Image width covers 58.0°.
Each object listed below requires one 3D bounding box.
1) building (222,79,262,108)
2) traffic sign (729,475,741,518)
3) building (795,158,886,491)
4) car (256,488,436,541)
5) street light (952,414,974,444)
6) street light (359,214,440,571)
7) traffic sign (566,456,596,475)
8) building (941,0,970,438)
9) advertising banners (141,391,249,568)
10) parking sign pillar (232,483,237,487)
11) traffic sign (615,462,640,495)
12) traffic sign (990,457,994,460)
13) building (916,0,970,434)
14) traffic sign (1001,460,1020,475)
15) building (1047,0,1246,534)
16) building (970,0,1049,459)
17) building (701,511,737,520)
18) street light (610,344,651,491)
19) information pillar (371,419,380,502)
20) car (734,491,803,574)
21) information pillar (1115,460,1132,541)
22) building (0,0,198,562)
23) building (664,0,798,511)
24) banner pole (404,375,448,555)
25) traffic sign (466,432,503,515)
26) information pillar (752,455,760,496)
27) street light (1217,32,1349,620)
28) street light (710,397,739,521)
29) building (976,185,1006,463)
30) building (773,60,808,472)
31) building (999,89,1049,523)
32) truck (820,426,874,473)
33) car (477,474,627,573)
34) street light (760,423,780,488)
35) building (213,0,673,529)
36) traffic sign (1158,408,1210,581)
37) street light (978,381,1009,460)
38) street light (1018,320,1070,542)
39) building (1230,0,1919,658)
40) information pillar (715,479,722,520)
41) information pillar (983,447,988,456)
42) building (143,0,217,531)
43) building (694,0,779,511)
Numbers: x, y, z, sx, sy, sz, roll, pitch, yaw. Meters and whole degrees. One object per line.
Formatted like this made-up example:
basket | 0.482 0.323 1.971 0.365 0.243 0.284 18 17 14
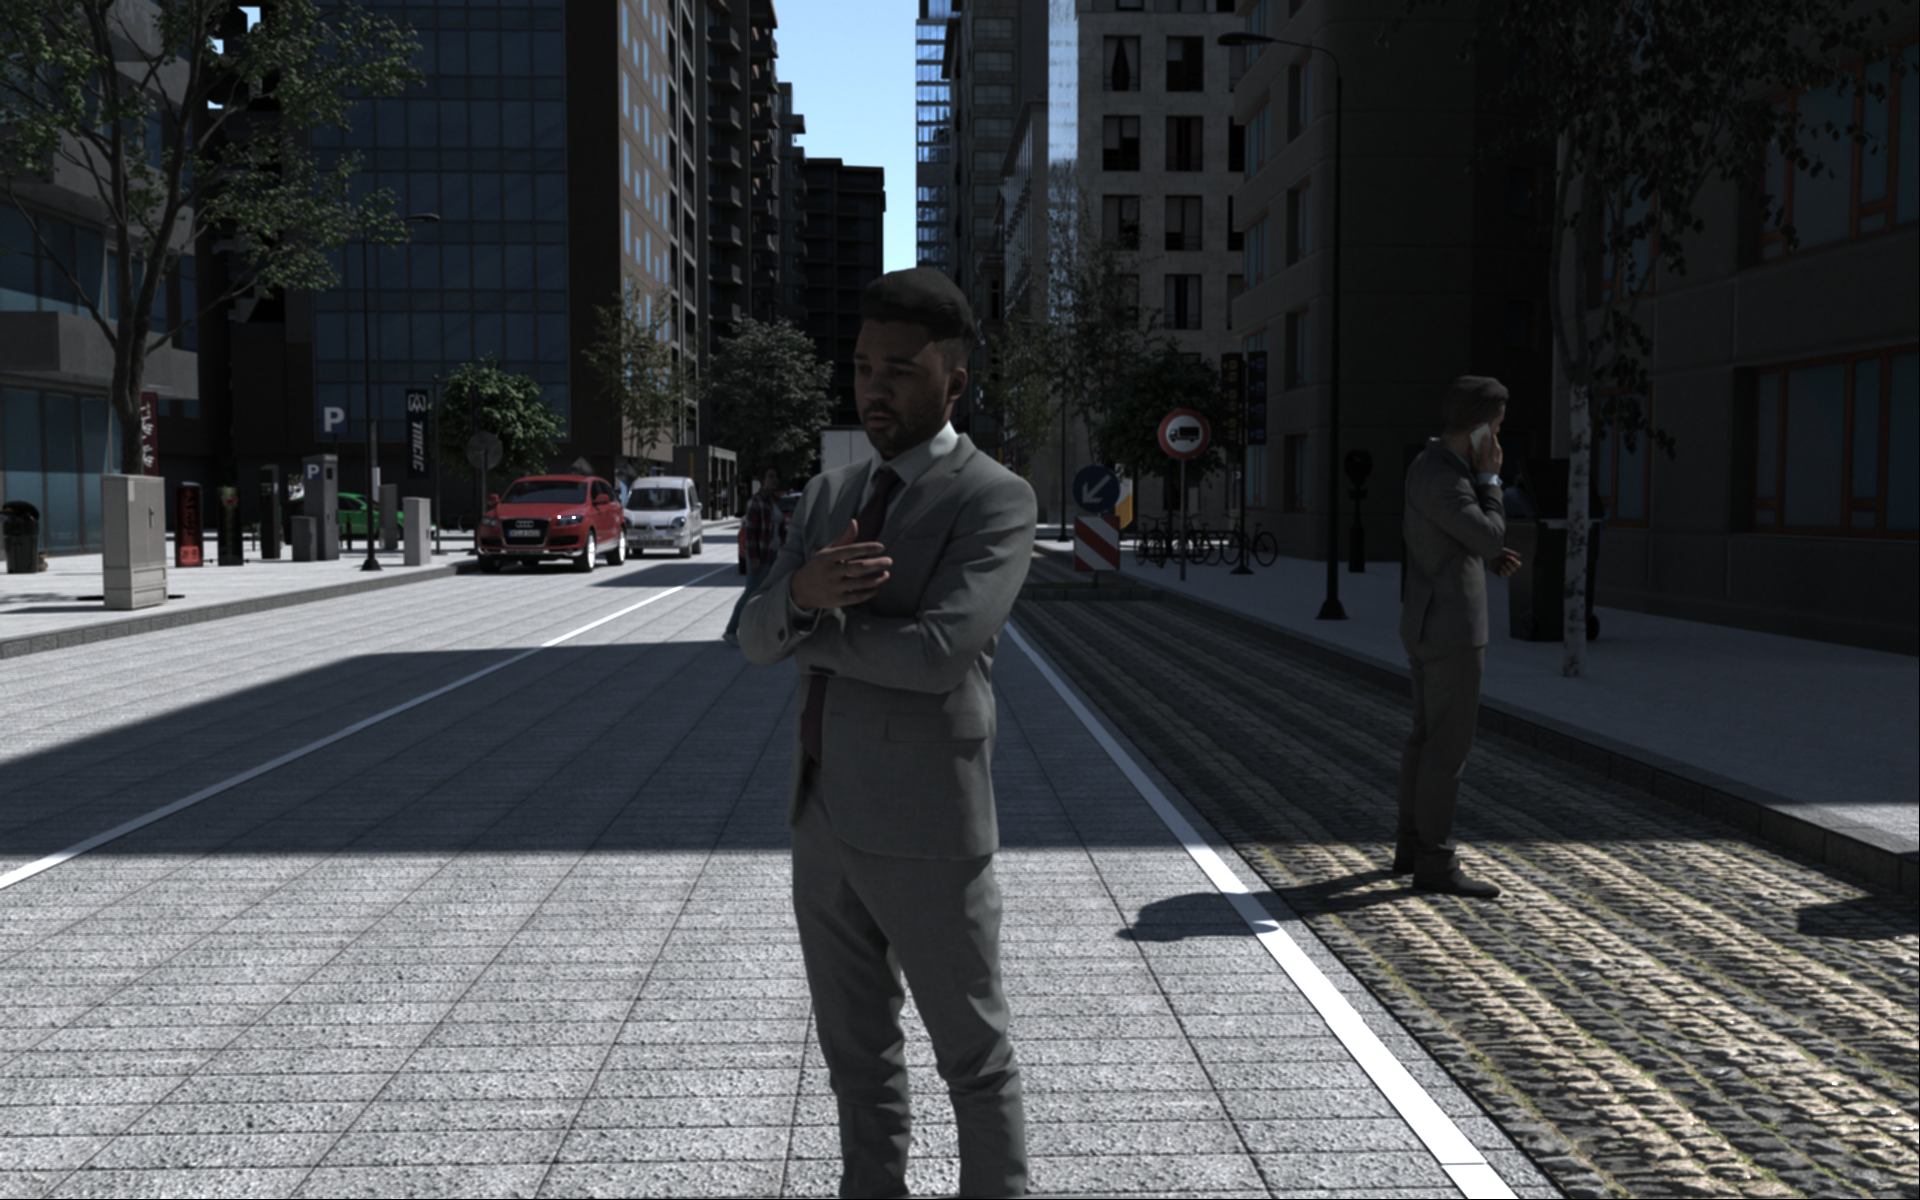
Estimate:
building | -76.848 -38.869 224.744 27.495 52.752 28.713 0 4 -2
traffic sign | -11.892 -5.466 91.501 0.606 2.300 0.079 0 4 6
building | -23.964 -34.793 223.487 28.867 44.769 22.147 0 4 -2
car | -17.057 -2.415 48.285 4.718 1.807 1.959 0 4 -2
street light | 0.258 -7.838 100.693 1.470 5.913 1.316 0 4 -2
street light | -9.328 -3.445 28.865 1.470 5.913 1.316 0 4 -2
traffic sign | -10.066 -2.594 46.051 0.795 2.450 0.064 0 4 -2
building | 12.642 -36.774 190.491 28.713 52.752 27.495 0 4 -2
advertising banners | -13.454 -2.081 30.211 0.090 3.025 2.074 3 5 40
parking sign pillar | -49.858 -8.006 119.378 1.447 3.967 1.447 0 4 8
traffic sign | -10.366 -3.082 54.030 0.795 2.450 0.064 0 4 -2
traffic sign | 0.821 -2.617 46.437 0.795 2.450 0.064 0 4 -2
building | 5.928 -55.731 223.871 31.000 86.520 22.319 0 4 -2
traffic sign | 1.843 -3.953 64.745 0.768 2.556 0.104 0 4 -1
building | 11.921 -12.573 60.314 16.860 20.320 10.420 0 4 -2
building | 7.764 -27.971 140.914 14.154 41.232 14.086 0 4 -2
building | -23.184 -40.164 94.936 20.563 71.187 20.611 0 4 -2
street light | -10.279 -4.973 53.851 1.470 5.913 1.316 0 4 -2
information pillar | -18.252 -3.828 53.943 0.504 3.616 0.183 2 4 32
car | -3.175 -1.434 32.484 2.155 1.783 4.494 0 4 -4
information pillar | 4.438 -3.408 47.079 0.504 3.616 0.183 2 4 31
building | -32.135 -25.162 31.012 30.456 49.044 23.786 0 4 -2
building | -26.263 -44.556 166.745 20.563 71.187 20.611 0 4 -2
banner pole | -11.216 -2.835 36.362 0.863 3.779 0.401 -3 4 -36
traffic sign | -9.791 -2.174 35.648 0.768 2.556 0.104 0 4 2
information pillar | -12.356 -6.958 105.118 0.504 3.616 0.183 1 4 11
street light | 3.282 -2.756 17.603 1.470 5.913 1.316 0 4 -2
street light | -11.290 -6.767 83.183 1.470 5.913 1.316 0 4 -2
building | 8.347 -17.942 112.438 14.460 24.649 34.723 0 4 -2
building | -32.407 -34.958 191.176 30.456 49.044 23.786 0 4 -2
building | 7.358 -14.436 85.175 9.793 20.994 18.267 0 4 -2
truck | -4.499 -5.351 76.395 2.839 4.237 11.283 0 4 0
car | -7.749 -1.503 33.240 2.281 1.827 5.304 0 4 -1
street light | -12.404 -8.570 112.666 1.470 5.913 1.316 0 4 -2
building | -19.433 -25.598 68.640 14.600 45.320 14.200 0 4 -2
traffic sign | 3.310 -1.562 25.642 0.768 2.556 0.104 0 4 2
street light | 1.449 -6.024 71.038 1.470 5.913 1.316 0 4 -2
street light | 2.243 -4.520 46.440 1.470 5.913 1.316 0 4 -2
building | 20.834 -11.132 27.045 27.650 21.520 28.899 0 4 -2
information pillar | -11.957 -4.945 85.342 0.304 2.012 0.304 2 4 32
information pillar | 1.206 -5.810 86.350 0.504 3.616 0.183 3 5 42
building | -34.487 -25.065 59.929 14.200 45.320 14.600 0 4 -2
building | -26.392 -29.836 142.448 22.147 44.769 28.867 0 4 -2
